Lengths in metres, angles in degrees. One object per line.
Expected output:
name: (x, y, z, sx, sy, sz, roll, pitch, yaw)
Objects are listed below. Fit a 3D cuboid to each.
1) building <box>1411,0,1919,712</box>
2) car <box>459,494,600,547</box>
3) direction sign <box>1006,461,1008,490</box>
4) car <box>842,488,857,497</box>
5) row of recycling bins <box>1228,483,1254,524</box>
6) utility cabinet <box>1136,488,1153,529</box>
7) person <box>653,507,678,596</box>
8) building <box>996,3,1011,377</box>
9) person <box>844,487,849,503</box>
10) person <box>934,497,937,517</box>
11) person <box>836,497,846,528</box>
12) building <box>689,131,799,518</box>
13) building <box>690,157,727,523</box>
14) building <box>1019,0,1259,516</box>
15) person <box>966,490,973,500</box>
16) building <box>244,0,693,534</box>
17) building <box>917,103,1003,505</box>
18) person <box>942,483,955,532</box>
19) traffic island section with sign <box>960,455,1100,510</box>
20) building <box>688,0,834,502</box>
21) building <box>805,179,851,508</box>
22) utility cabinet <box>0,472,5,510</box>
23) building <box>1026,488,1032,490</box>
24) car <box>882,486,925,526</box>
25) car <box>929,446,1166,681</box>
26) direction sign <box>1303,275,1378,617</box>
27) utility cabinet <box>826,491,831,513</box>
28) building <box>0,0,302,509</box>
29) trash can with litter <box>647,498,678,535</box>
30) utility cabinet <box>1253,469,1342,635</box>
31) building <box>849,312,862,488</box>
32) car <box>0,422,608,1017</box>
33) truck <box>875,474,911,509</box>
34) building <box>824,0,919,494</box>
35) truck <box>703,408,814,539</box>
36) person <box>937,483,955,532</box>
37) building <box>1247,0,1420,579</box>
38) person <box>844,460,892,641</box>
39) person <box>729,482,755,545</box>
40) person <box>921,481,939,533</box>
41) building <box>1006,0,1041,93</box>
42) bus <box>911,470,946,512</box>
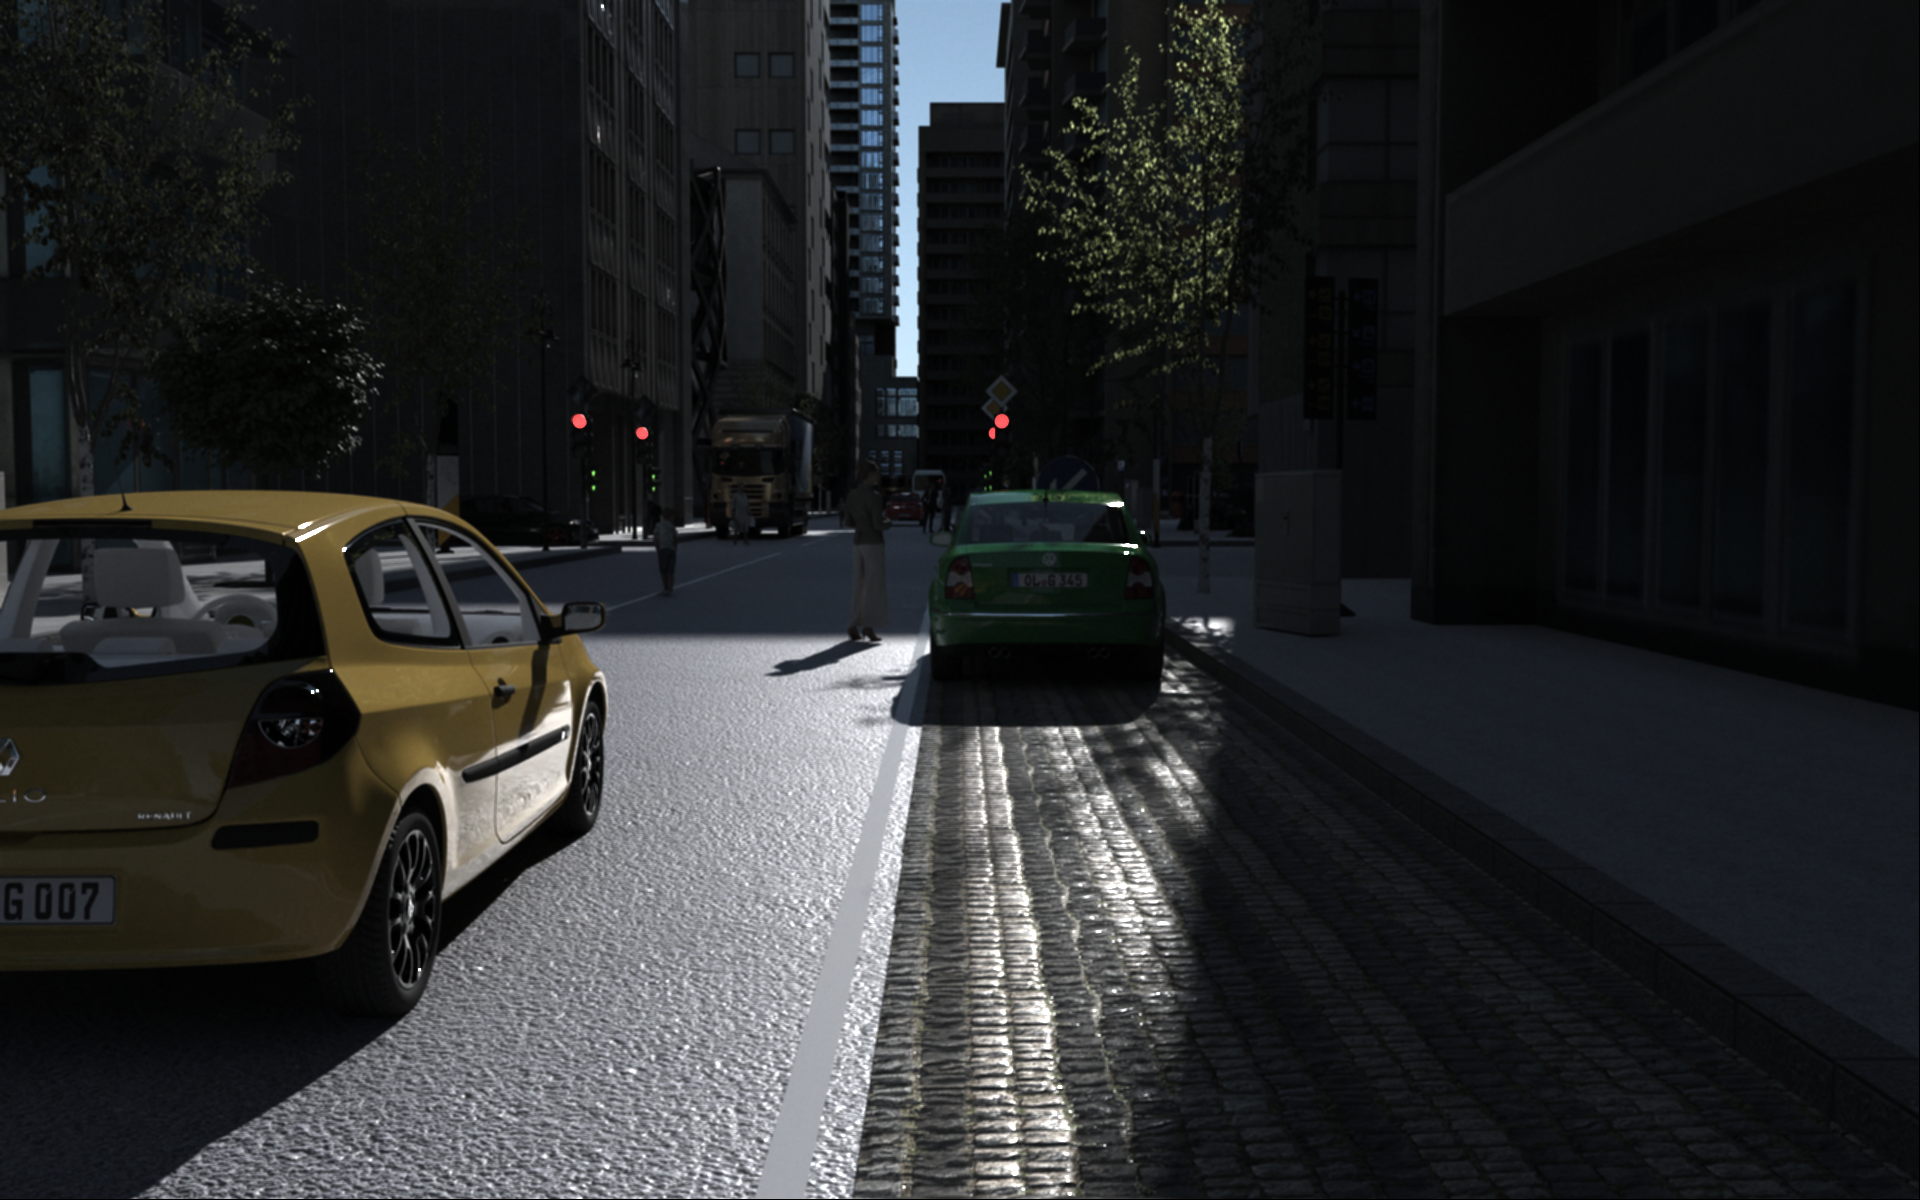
building: (15.288, -23.373, 5.859, 21.300, 48.544, 21.600, 0, 3, 0)
car: (-11.463, -2.135, 44.698, 4.222, 1.686, 2.009, 0, 4, -1)
direction sign: (3.030, -7.246, 110.463, 0.379, 3.537, 0.876, 1, 4, 16)
car: (-6.298, -6.145, 109.137, 2.281, 1.827, 5.304, 0, 4, -2)
row of recycling bins: (11.225, -3.619, 66.282, 1.069, 1.692, 3.534, 2, 4, 29)
utility cabinet: (6.794, -3.378, 63.908, 0.318, 1.500, 1.173, 1, 4, 21)
person: (-4.147, -0.684, 24.373, 0.332, 1.250, 0.352, 1, 4, 13)
building: (18.473, -36.410, 184.535, 28.713, 52.752, 27.495, 0, 3, 0)
person: (-6.703, -5.700, 101.677, 0.713, 1.824, 0.794, 1, 4, 21)
person: (-1.748, -6.058, 107.722, 0.661, 1.801, 0.590, 3, 5, 40)
person: (-5.040, -3.752, 74.118, 0.475, 1.303, 0.640, -1, 4, -21)
building: (-15.142, -15.428, 101.406, 9.793, 20.994, 18.267, 0, 3, 0)
building: (-19.130, -12.853, 77.595, 16.820, 18.784, 16.811, 0, 3, 0)
building: (14.958, -27.772, 108.691, 22.147, 44.769, 28.867, 0, 3, 0)
person: (0.943, -8.370, 145.904, 0.990, 1.755, 0.434, -1, 4, -16)
building: (-16.699, -14.722, 58.733, 12.078, 24.808, 19.932, 0, 3, 0)
building: (5.569, -36.348, 217.987, 21.600, 48.544, 21.300, 0, 3, 0)
person: (-0.401, -3.424, 64.294, 0.447, 1.846, 0.655, 1, 4, 20)
traffic island section with sign: (1.005, -0.612, 18.639, 1.989, 1.847, 2.006, 0, 3, 0)
building: (-24.417, -33.491, 136.813, 28.713, 52.752, 27.495, 0, 3, 0)
building: (-17.478, -23.643, 158.256, 14.160, 30.474, 14.107, 0, 3, 0)
utility cabinet: (-9.634, -0.496, 16.794, 0.318, 1.500, 1.173, -1, 4, -10)
building: (21.157, -27.237, 137.206, 32.217, 40.220, 23.993, 0, 3, 0)
car: (-2.494, -4.278, 78.982, 2.155, 1.783, 4.494, 0, 4, -1)
car: (0.694, -0.356, 14.618, 1.959, 1.807, 4.718, 0, 4, 1)
direction sign: (3.986, -1.602, 18.189, 0.876, 3.537, 0.379, -1, 4, -21)
utility cabinet: (-8.779, -6.542, 115.641, 0.318, 1.500, 1.173, 0, 4, -3)
building: (-27.990, -24.888, 26.527, 30.456, 49.044, 23.786, 0, 3, 0)
trash can with litter: (-9.363, -2.609, 54.037, 1.055, 1.170, 0.624, -1, 4, -22)
utility cabinet: (3.106, -0.451, 16.049, 0.318, 1.500, 1.173, -1, 4, -16)
building: (-25.698, -20.811, 185.306, 28.899, 21.520, 27.650, 0, 3, 0)
car: (-2.373, 0.249, 6.156, 2.015, 1.641, 3.980, 0, 4, -1)
truck: (-6.402, -10.596, 169.165, 3.469, 3.379, 9.791, 0, 4, 0)
building: (-20.731, -55.359, 217.796, 31.000, 86.520, 22.319, 0, 3, 0)
truck: (-6.650, -4.281, 58.911, 2.839, 4.237, 11.283, 0, 4, 0)
person: (-0.515, -3.493, 65.494, 0.818, 1.842, 0.514, -1, 4, -19)
building: (12.418, -21.302, 31.876, 14.154, 41.232, 14.086, 0, 3, 0)
person: (-0.865, -0.478, 16.868, 0.362, 1.759, 0.519, -3, 5, -44)
person: (-6.172, -2.450, 48.916, 0.694, 1.780, 0.624, -1, 4, -21)
person: (-1.098, -3.459, 64.423, 0.648, 1.900, 0.474, -1, 4, -14)
building: (15.193, -32.811, 160.162, 21.300, 48.544, 21.600, 0, 3, 0)
bus: (-2.512, -8.841, 139.411, 2.948, 3.499, 13.247, 0, 4, -1)
